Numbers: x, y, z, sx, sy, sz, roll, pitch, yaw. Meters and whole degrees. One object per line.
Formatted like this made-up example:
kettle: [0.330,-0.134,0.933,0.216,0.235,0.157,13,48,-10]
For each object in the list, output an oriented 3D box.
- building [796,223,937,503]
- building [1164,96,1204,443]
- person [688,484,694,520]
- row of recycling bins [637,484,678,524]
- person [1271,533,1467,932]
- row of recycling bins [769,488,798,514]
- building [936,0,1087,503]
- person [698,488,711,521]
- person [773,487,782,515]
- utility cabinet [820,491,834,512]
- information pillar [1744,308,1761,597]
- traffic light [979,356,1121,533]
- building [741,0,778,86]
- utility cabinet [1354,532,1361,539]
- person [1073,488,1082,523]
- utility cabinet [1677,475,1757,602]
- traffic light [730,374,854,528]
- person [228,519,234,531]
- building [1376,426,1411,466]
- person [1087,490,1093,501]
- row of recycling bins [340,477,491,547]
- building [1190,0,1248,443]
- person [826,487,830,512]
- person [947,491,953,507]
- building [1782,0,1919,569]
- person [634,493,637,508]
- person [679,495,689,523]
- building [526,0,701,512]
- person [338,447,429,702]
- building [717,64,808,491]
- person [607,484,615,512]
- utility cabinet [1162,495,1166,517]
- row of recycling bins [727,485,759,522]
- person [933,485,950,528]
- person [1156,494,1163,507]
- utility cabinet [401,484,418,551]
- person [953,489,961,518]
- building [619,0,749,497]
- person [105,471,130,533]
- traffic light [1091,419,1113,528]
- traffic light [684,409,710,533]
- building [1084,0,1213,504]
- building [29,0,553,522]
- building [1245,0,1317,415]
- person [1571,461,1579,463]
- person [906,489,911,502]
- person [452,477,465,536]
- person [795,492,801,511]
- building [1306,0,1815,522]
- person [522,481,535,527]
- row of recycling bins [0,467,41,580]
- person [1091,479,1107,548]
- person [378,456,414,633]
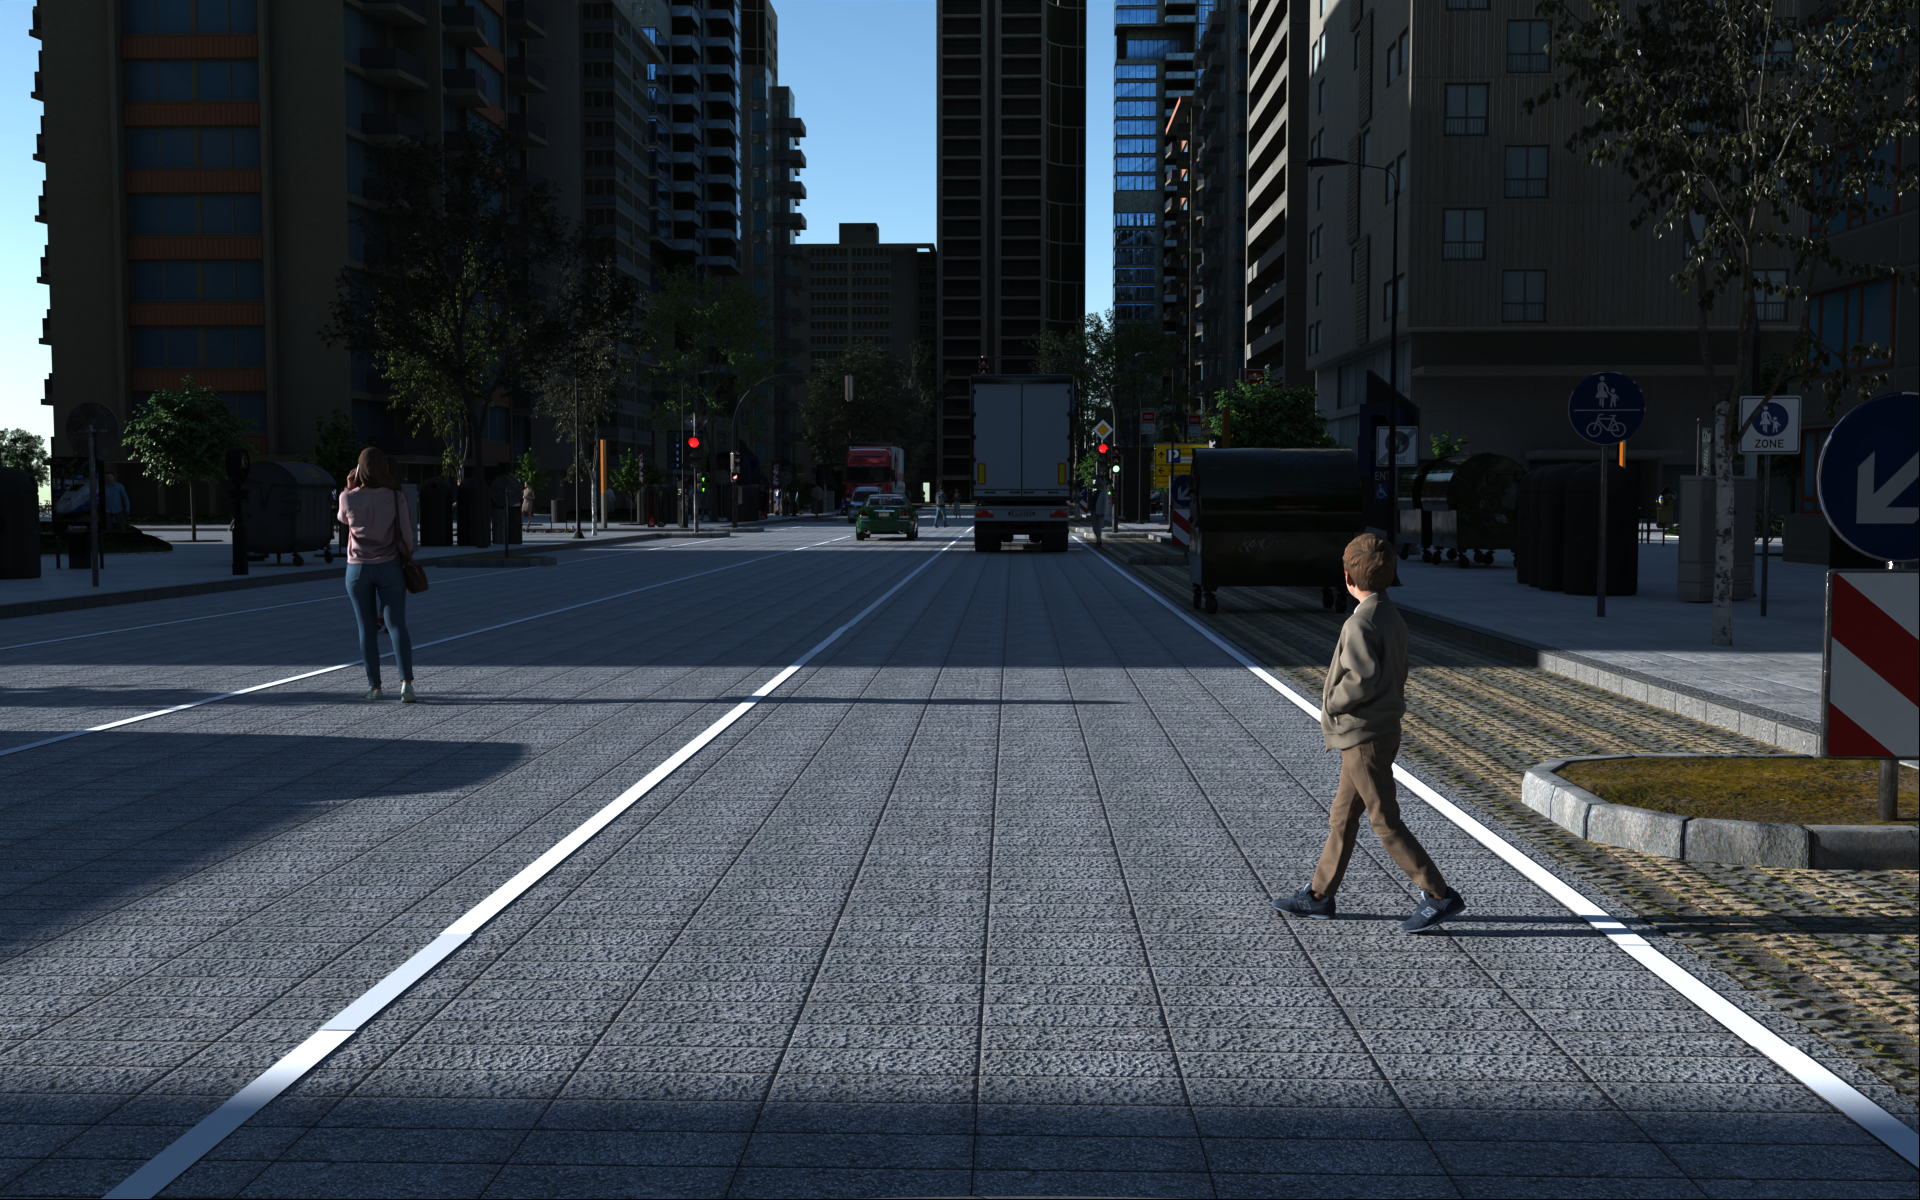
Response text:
building: [-14.752,-34.204,251.112,23.993,40.220,32.217,0,4,2]
building: [33.880,-32.667,188.731,22.147,44.769,28.867,0,4,2]
person: [-13.485,-4.924,86.746,0.606,1.804,0.583,1,4,19]
row of recycling bins: [-12.910,-4.138,74.771,1.069,1.692,3.534,1,4,14]
person: [1.345,0.432,5.702,0.640,1.303,0.475,1,4,17]
row of recycling bins: [-11.674,-6.520,113.715,1.069,1.692,3.534,-2,4,-33]
building: [7.368,-49.283,244.024,20.611,71.187,20.563,0,4,2]
person: [-12.286,-4.738,83.608,0.767,1.812,0.694,3,4,36]
person: [-11.234,-6.196,107.365,0.654,1.822,0.581,-3,5,-42]
utility cabinet: [-9.718,-7.153,125.636,1.173,1.500,0.318,1,4,12]
information pillar: [9.840,-1.846,21.543,0.183,3.616,0.504,1,4,17]
traffic light: [3.002,-5.038,57.043,4.771,5.953,1.251,0,4,2]
building: [-37.219,-49.358,245.256,20.611,71.187,20.563,0,4,2]
utility cabinet: [6.826,-1.376,31.171,0.318,1.500,1.173,3,4,37]
person: [5.867,-4.720,86.228,0.362,1.759,0.519,-1,4,-19]
utility cabinet: [9.063,-0.735,20.698,1.173,1.500,0.318,-3,4,-36]
traffic light: [-6.415,-5.555,65.487,4.771,5.953,1.251,0,4,2]
person: [-26.141,-3.329,62.797,0.748,1.841,0.638,0,4,4]
building: [62.898,-42.870,242.919,28.212,58.520,21.231,0,4,2]
person: [14.373,-11.160,189.295,1.217,1.735,0.721,-2,4,-29]
row of recycling bins: [-13.376,-2.169,42.583,3.534,1.692,1.069,-1,4,-20]
building: [33.118,-32.954,158.404,23.786,49.044,30.456,0,4,2]
person: [-9.716,-7.418,127.347,0.620,1.820,0.660,-1,4,-15]
person: [-1.088,-10.781,185.296,0.721,1.766,1.217,3,5,42]
building: [29.021,-10.546,17.465,27.650,21.520,28.899,0,4,2]
person: [-20.481,-6.378,110.287,0.622,1.834,0.822,1,4,10]
person: [-10.623,-3.424,66.706,0.352,1.250,0.332,-2,4,-26]
building: [-35.966,-26.543,125.859,32.217,40.220,23.993,0,4,2]
person: [-3.977,-0.175,11.952,0.593,1.750,0.643,-1,4,-18]
building: [-32.886,-35.128,193.952,30.456,49.044,23.786,0,4,2]
person: [-18.372,-5.163,90.687,0.478,1.798,0.641,2,4,31]
utility cabinet: [11.867,-5.251,97.014,1.020,1.237,0.306,1,4,11]
row of recycling bins: [-10.143,-4.536,81.284,1.069,1.692,3.534,0,4,6]
person: [-0.807,-3.928,72.714,0.713,1.824,0.794,-2,4,-30]
person: [18.341,-9.394,160.352,1.217,1.743,0.721,3,5,40]
utility cabinet: [-12.614,-1.808,38.247,1.173,1.500,0.318,-2,4,-28]
person: [-0.199,-5.765,103.310,0.519,1.759,0.362,1,4,16]
building: [-30.663,-51.523,155.074,22.319,86.520,31.000,0,4,2]
person: [-19.804,-2.111,40.585,0.660,1.820,0.620,-1,4,-19]
traffic light: [5.346,-4.659,65.100,0.839,4.253,0.868,0,4,2]
traffic light: [-8.760,-4.197,57.537,0.839,4.253,0.868,0,4,2]
building: [33.177,-56.919,243.298,31.000,86.520,22.319,0,4,2]
building: [-34.376,-26.640,90.190,22.147,44.769,28.867,0,4,2]
building: [33.267,-30.842,127.966,21.300,48.544,21.600,0,4,2]
person: [10.038,-1.347,28.186,0.709,1.813,0.853,1,4,10]
person: [-3.986,-7.601,132.801,0.654,1.822,0.581,3,5,44]
person: [-14.764,-2.769,51.582,0.850,1.792,0.678,-1,4,-9]
person: [-10.193,-6.424,111.088,0.660,1.820,0.620,-2,4,-31]
building: [33.103,-30.524,88.301,27.495,52.752,28.713,0,4,2]
person: [-16.703,-3.689,66.702,0.599,1.781,0.374,1,4,23]
row of recycling bins: [-14.871,-1.093,24.987,1.069,1.692,3.534,1,4,16]
person: [3.704,-2.301,45.992,0.514,1.842,0.818,2,4,23]
person: [-5.870,-0.569,17.814,0.388,1.821,0.555,3,5,41]
